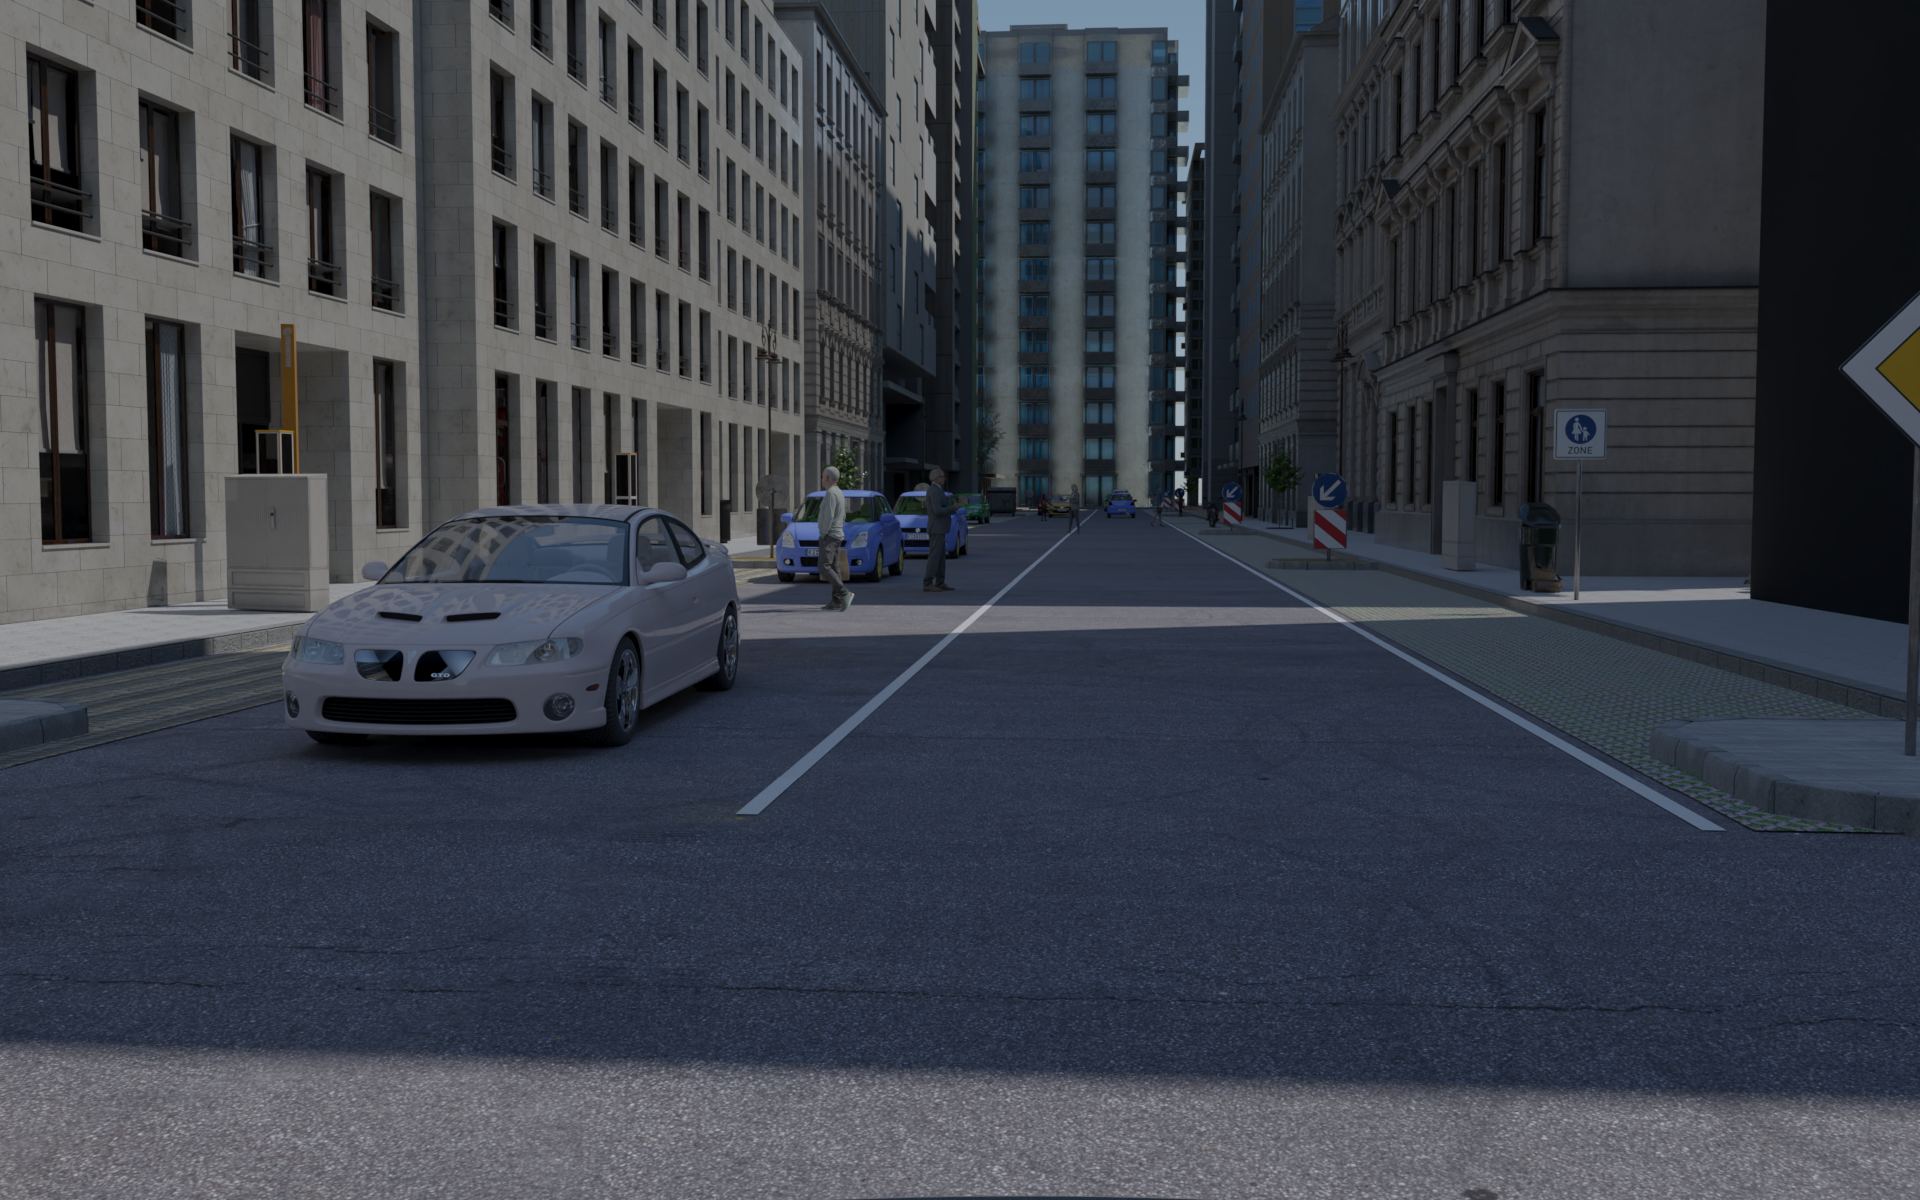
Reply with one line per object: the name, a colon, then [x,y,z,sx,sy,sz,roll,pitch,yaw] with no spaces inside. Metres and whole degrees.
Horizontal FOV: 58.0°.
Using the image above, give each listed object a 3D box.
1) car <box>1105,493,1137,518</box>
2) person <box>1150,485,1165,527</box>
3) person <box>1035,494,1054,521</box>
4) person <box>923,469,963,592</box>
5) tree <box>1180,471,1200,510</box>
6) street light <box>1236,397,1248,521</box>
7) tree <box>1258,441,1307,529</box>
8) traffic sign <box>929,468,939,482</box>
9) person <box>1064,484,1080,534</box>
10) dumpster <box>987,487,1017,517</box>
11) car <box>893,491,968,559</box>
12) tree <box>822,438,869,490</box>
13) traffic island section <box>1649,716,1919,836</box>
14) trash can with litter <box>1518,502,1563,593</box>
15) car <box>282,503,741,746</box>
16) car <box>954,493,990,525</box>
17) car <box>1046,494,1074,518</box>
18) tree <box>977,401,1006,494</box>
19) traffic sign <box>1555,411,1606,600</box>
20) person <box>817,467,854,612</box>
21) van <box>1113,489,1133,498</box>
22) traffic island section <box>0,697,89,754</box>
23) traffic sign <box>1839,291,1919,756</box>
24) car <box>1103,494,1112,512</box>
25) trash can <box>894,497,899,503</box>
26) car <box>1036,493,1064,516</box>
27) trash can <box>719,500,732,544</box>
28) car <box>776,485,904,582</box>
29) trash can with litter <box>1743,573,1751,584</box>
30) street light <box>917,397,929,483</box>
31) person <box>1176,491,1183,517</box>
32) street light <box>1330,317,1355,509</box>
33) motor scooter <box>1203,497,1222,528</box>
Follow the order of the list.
car: [9.696,-5.790,104.249,1.945,1.707,3.694,0,4,4]
person: [8.733,-4.155,76.453,0.654,1.822,0.581,1,4,21]
person: [4.448,-4.891,91.735,1.065,1.426,0.557,-1,4,-23]
person: [-0.257,-1.032,25.545,0.590,1.801,0.661,0,4,-7]
tree: [19.014,-9.117,143.661,1.663,3.219,1.824,0,3,0]
street light: [13.455,-6.723,82.710,0.468,5.910,1.993,0,4,5]
tree: [11.902,-4.223,63.652,1.663,3.219,1.824,0,3,0]
traffic sign: [-1.174,-5.174,84.706,0.768,2.556,0.104,1,4,14]
person: [4.110,-3.309,62.790,0.526,1.800,0.537,-1,4,-22]
dumpster: [2.556,-6.006,106.406,1.865,1.857,1.264,0,4,6]
car: [-0.768,-1.830,39.506,1.945,1.707,3.694,0,4,5]
tree: [-3.907,-3.969,59.496,1.663,3.219,1.824,0,3,0]
traffic island section: [4.686,0.842,8.513,2.009,0.180,2.903,0,4,5]
trash can with litter: [7.753,-0.704,22.898,0.624,1.170,1.055,0,4,4]
car: [-2.693,0.059,11.405,2.083,1.381,4.827,0,4,5]
car: [0.399,-4.505,82.448,1.959,1.807,4.718,0,4,7]
car: [6.318,-5.898,106.653,2.015,1.641,3.980,0,4,4]
tree: [1.510,-11.241,134.145,4.360,8.622,3.978,0,3,0]
traffic sign: [7.449,-1.146,20.865,0.606,2.300,0.079,0,4,8]
person: [-1.528,-0.760,21.417,0.515,1.767,0.782,0,4,6]
van: [14.249,-8.944,153.250,2.013,2.044,4.112,0,4,7]
traffic island section: [-6.261,0.782,9.498,2.009,0.180,2.903,0,4,5]
traffic sign: [4.661,-0.293,8.438,0.795,2.450,0.064,0,4,5]
car: [12.653,-8.114,141.461,1.959,1.807,4.718,0,4,4]
trash can: [-2.804,-4.390,83.423,0.748,1.137,0.748,0,3,0]
car: [6.178,-6.570,116.465,2.155,1.783,4.494,0,4,5]
trash can: [-6.276,-2.044,45.072,0.748,1.137,0.748,0,3,0]
car: [-1.994,-1.205,29.299,1.945,1.707,3.694,0,4,6]
trash can with litter: [10.908,-0.707,22.948,0.624,1.170,1.055,-2,4,-29]
street light: [-1.742,-6.695,82.258,0.468,5.910,1.993,0,4,5]
person: [13.629,-5.958,107.378,0.415,1.643,0.593,0,4,5]
street light: [10.009,-4.446,45.474,0.468,5.910,1.993,0,4,5]
motor scooter: [10.842,-3.765,74.335,0.815,1.314,1.986,0,4,5]
